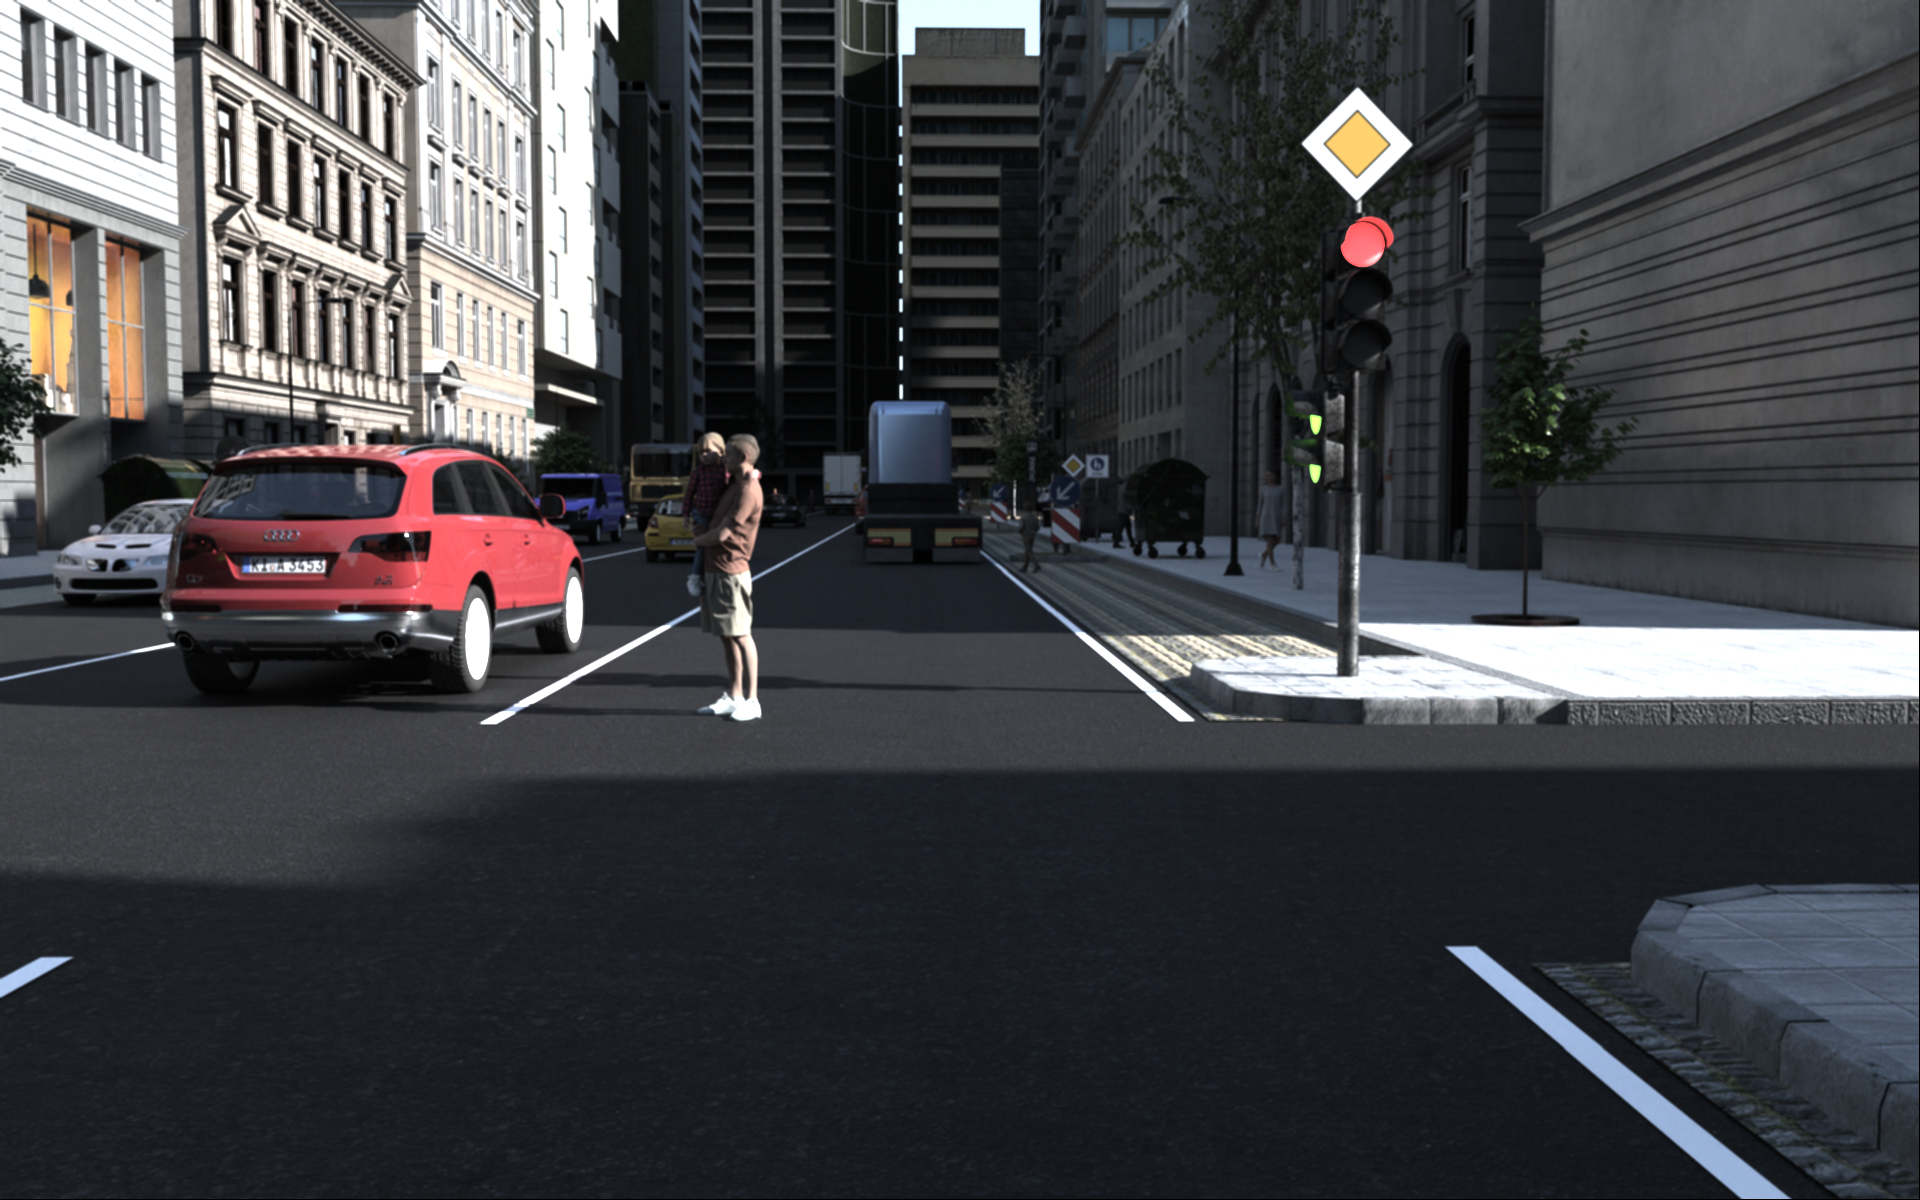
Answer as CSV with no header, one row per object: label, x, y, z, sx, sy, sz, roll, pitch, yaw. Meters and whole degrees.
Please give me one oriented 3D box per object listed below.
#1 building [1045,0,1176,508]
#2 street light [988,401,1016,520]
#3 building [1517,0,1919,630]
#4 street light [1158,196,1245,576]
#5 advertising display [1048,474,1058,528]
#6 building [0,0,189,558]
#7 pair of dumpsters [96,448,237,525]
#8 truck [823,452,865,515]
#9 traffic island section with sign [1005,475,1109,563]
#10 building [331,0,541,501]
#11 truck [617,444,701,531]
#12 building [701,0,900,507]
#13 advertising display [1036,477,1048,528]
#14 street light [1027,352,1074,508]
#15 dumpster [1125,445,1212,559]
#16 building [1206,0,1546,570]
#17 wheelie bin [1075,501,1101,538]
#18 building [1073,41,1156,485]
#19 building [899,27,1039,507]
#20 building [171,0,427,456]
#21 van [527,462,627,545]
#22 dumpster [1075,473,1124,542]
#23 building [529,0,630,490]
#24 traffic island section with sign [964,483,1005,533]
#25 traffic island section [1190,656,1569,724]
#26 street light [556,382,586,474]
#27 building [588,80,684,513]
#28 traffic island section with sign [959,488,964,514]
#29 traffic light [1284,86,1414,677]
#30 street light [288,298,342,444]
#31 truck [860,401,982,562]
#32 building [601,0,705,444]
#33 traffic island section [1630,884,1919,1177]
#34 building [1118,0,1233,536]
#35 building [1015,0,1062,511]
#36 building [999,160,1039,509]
building,17.084,-29.951,109.300,23.786,49.044,30.456,0,4,-2
street light,2.101,-6.964,86.409,1.470,5.913,1.316,0,4,-2
building,18.633,-11.288,20.721,21.152,22.565,11.583,0,4,-2
street light,3.786,-3.341,27.164,1.470,5.913,1.316,0,4,-2
advertising display,3.001,-3.060,55.251,0.123,1.923,0.974,0,4,-2
building,-24.534,-15.328,28.109,11.434,29.767,29.804,0,4,-2
pair of dumpsters,-15.723,-1.985,34.949,1.574,2.255,4.437,0,4,-1
truck,-8.159,-8.106,121.446,2.839,4.237,11.283,0,4,-2
traffic island section with sign,2.069,-1.724,36.808,1.989,1.847,2.006,0,4,-2
building,-26.515,-17.602,73.698,13.634,28.700,20.117,0,4,-2
truck,-11.138,-4.454,68.744,3.469,3.379,9.791,0,3,0
building,-16.700,-45.516,182.435,20.611,71.187,20.563,0,4,-2
advertising display,3.362,-3.743,66.416,0.974,1.923,0.123,2,4,31
street light,2.898,-5.153,56.785,1.470,5.913,1.316,0,4,-2
dumpster,4.209,-1.992,35.063,1.502,2.255,1.985,0,4,-2
building,14.280,-12.136,40.224,13.314,21.916,24.055,0,4,-2
wheelie bin,3.762,-2.608,50.555,0.693,1.594,0.980,-3,5,-41
building,10.794,-14.004,78.117,9.793,20.994,18.267,0,4,-2
building,4.372,-34.306,184.604,21.600,48.544,21.300,0,4,-2
building,-24.423,-11.568,53.771,10.561,19.102,19.286,0,4,-2
van,-11.075,-2.803,50.214,2.240,2.365,5.245,0,4,-1
dumpster,3.834,-2.534,47.193,1.264,1.857,1.865,0,4,-2
building,-34.901,-31.217,99.642,28.713,52.752,27.495,0,4,-2
traffic island section with sign,1.278,-3.382,63.917,1.989,1.847,2.006,0,4,-2
traffic island section,2.757,0.615,12.219,2.009,0.180,2.903,0,4,-2
street light,-16.125,-6.062,71.656,1.470,5.913,1.316,0,4,-2
building,-27.426,-21.389,121.414,14.160,30.474,14.107,0,4,-2
traffic island section with sign,-0.162,-6.475,114.502,1.989,1.847,2.006,0,4,-2
traffic light,2.717,-1.418,12.104,0.839,4.253,0.868,0,4,-2
street light,-15.319,-4.194,41.112,1.470,5.913,1.316,0,4,-2
truck,-1.178,-3.346,44.462,2.967,4.110,18.799,0,4,-3
building,-36.508,-37.034,147.510,28.212,58.520,21.231,0,4,-2
traffic island section,2.985,1.104,4.237,2.009,0.180,2.903,0,4,-2
building,11.770,-12.592,60.628,10.420,20.320,16.860,0,4,-2
building,14.874,-42.557,134.057,20.563,71.187,20.611,0,4,-2
building,10.337,-23.295,152.568,14.160,30.474,14.107,0,4,-2
